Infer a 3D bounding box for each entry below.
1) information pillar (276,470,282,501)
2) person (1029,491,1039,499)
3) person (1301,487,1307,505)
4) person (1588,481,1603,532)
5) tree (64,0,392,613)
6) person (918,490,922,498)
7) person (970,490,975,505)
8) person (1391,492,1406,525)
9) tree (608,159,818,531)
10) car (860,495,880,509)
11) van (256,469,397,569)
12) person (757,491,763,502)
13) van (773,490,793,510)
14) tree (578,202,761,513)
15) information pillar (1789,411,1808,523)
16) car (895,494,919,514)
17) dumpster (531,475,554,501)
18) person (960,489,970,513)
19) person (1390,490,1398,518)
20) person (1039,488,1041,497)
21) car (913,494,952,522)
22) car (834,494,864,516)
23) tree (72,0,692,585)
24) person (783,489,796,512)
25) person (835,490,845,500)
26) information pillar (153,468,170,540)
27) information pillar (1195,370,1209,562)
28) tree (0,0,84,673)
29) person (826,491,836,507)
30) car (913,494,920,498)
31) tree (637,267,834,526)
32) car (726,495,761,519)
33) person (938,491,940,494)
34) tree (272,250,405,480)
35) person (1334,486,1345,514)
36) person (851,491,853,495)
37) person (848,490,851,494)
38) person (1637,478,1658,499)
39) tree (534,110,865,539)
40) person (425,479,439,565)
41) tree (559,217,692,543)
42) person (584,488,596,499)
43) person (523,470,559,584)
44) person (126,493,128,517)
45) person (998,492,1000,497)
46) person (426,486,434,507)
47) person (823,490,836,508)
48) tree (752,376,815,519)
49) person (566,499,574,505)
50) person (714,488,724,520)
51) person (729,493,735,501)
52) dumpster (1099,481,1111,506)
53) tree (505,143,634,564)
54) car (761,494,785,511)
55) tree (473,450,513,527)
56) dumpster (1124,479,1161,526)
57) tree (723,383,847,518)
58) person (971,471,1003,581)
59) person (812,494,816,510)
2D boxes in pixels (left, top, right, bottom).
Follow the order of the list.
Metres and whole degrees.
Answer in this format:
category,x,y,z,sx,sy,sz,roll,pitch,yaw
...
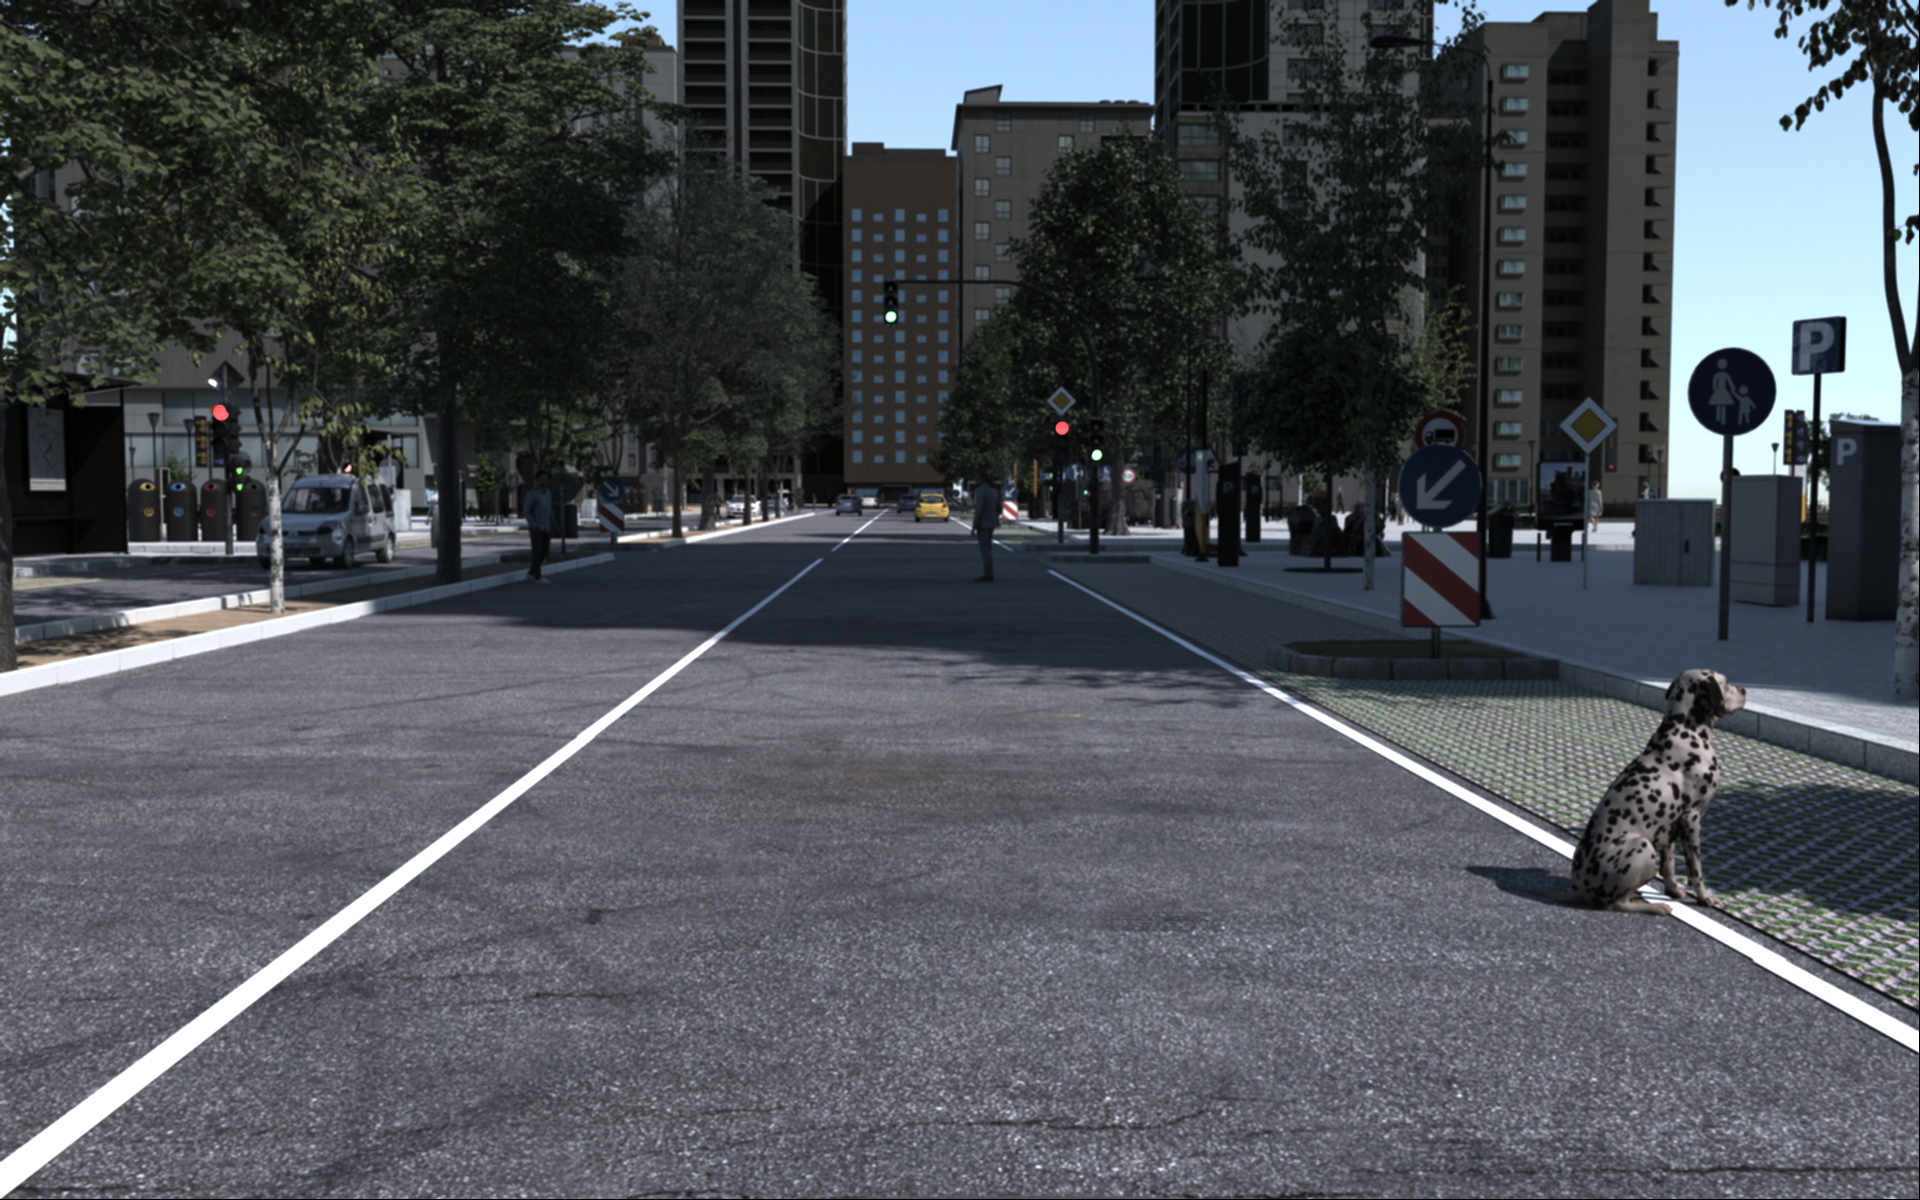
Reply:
category,x,y,z,sx,sy,sz,roll,pitch,yaw
information pillar,-20.954,-2.968,53.016,0.304,2.012,0.304,0,4,-4
person,7.461,-10.395,176.831,1.217,1.723,0.721,0,4,8
person,23.856,-7.013,120.725,0.654,1.822,0.581,-2,4,-35
person,21.393,-3.150,58.293,0.466,1.731,0.760,0,4,4
tree,-8.125,-4.124,20.242,4.737,8.622,4.395,0,3,0
person,-3.062,-7.924,138.847,0.721,1.735,1.217,-2,4,-24
person,1.370,-11.483,194.245,0.568,1.767,0.683,-1,4,-14
person,17.967,-3.929,70.855,0.524,1.755,0.480,-1,4,-23
tree,-9.819,-9.649,66.872,9.857,13.997,8.962,0,3,0
car,-8.740,-9.494,167.581,2.083,1.381,4.827,0,4,0
van,-12.547,-1.675,34.406,2.013,2.044,4.112,0,4,-2
person,-22.956,-11.799,201.437,1.348,1.821,0.705,-1,4,-12
van,-16.247,-9.253,158.298,2.013,2.044,4.112,0,4,-4
tree,-20.920,-15.870,115.360,12.611,20.169,13.585,0,3,0
information pillar,23.289,-3.476,48.184,0.504,3.616,0.183,0,4,-6
car,-3.754,-7.061,127.443,2.014,1.417,4.499,0,4,-2
dumpster,-20.682,-5.176,87.119,1.502,2.255,1.985,0,4,-2
person,0.375,-7.583,132.345,0.709,1.838,0.599,0,4,2
person,23.487,-5.179,93.318,0.523,1.515,0.503,-2,4,-35
person,6.832,-8.482,144.747,0.705,1.821,1.348,-1,4,-17
car,-1.431,-4.805,88.785,2.015,1.641,3.980,0,3,0
car,-7.397,-6.324,115.396,2.014,1.417,4.499,0,4,-3
tree,-8.184,-6.531,27.373,7.486,12.596,7.792,0,3,0
person,-13.731,-8.079,140.228,1.348,1.869,0.705,1,4,12
person,-9.030,-7.507,131.965,1.217,1.735,0.721,-3,5,-41
information pillar,-22.300,-2.687,48.418,0.304,2.012,0.304,2,4,25
information pillar,4.584,-2.540,32.890,0.183,3.616,0.504,0,4,-7
tree,-7.729,-5.689,13.601,7.486,12.596,7.792,0,3,0
person,-13.866,-10.790,185.638,1.217,1.735,0.721,0,4,1
car,-4.339,-9.871,171.183,2.009,1.686,4.222,0,4,0
tree,-9.401,-9.096,76.934,9.928,11.665,9.643,0,3,0
car,-12.851,-5.543,102.995,2.083,1.381,4.827,0,4,-4
person,-2.294,-10.666,183.440,0.434,1.755,0.990,0,4,-6
tree,-18.320,-6.149,50.897,4.360,8.622,3.978,0,3,0
person,24.447,-6.437,111.682,0.834,1.777,0.661,-1,4,-10
person,-11.197,-10.364,178.889,0.756,1.711,0.436,-3,4,-36
person,-8.155,-7.273,127.961,0.434,1.755,0.990,-2,4,-27
person,21.949,-2.991,55.297,0.623,1.781,0.721,1,4,20
tree,-9.100,-8.719,55.383,12.009,13.543,11.850,0,3,0
person,-10.469,-1.610,35.052,0.478,1.798,0.641,3,5,44
tree,-9.170,-5.690,45.857,4.360,8.622,3.978,0,3,0
person,-26.116,-7.069,122.335,1.217,1.743,0.721,2,4,32
person,-6.796,-1.183,27.865,0.620,1.820,0.660,1,4,20
person,-34.807,-4.021,72.465,0.598,1.740,0.731,1,4,19
person,4.421,-11.711,201.445,0.415,1.643,0.593,0,4,-1
person,-35.186,-6.644,114.931,0.793,1.790,0.793,2,4,26
person,-13.611,-10.528,180.728,1.348,1.812,0.705,0,4,3
tree,-9.984,-8.778,96.334,4.360,8.622,3.978,0,3,0
person,-20.423,-5.152,90.377,0.635,1.810,0.391,0,4,3
person,-13.601,-5.437,97.792,0.661,1.777,0.834,2,4,32
person,-24.207,-10.736,184.764,0.799,1.438,0.628,-2,4,-30
dumpster,6.659,-4.211,74.601,1.264,1.857,1.865,0,4,-2
tree,-8.506,-5.021,34.907,4.737,8.622,4.395,0,3,0
car,-16.251,-8.470,150.480,2.014,1.417,4.499,0,4,-1
tree,-18.827,-4.527,68.622,1.663,3.219,1.824,0,3,0
dumpster,7.366,-3.886,69.287,1.264,1.857,1.865,0,4,-2
tree,-10.853,-10.171,103.172,8.767,10.594,7.601,0,4,-2
person,0.424,-1.220,28.540,0.391,1.810,0.635,2,4,24
person,-12.699,-8.539,151.328,0.599,1.433,0.991,-2,4,-23
